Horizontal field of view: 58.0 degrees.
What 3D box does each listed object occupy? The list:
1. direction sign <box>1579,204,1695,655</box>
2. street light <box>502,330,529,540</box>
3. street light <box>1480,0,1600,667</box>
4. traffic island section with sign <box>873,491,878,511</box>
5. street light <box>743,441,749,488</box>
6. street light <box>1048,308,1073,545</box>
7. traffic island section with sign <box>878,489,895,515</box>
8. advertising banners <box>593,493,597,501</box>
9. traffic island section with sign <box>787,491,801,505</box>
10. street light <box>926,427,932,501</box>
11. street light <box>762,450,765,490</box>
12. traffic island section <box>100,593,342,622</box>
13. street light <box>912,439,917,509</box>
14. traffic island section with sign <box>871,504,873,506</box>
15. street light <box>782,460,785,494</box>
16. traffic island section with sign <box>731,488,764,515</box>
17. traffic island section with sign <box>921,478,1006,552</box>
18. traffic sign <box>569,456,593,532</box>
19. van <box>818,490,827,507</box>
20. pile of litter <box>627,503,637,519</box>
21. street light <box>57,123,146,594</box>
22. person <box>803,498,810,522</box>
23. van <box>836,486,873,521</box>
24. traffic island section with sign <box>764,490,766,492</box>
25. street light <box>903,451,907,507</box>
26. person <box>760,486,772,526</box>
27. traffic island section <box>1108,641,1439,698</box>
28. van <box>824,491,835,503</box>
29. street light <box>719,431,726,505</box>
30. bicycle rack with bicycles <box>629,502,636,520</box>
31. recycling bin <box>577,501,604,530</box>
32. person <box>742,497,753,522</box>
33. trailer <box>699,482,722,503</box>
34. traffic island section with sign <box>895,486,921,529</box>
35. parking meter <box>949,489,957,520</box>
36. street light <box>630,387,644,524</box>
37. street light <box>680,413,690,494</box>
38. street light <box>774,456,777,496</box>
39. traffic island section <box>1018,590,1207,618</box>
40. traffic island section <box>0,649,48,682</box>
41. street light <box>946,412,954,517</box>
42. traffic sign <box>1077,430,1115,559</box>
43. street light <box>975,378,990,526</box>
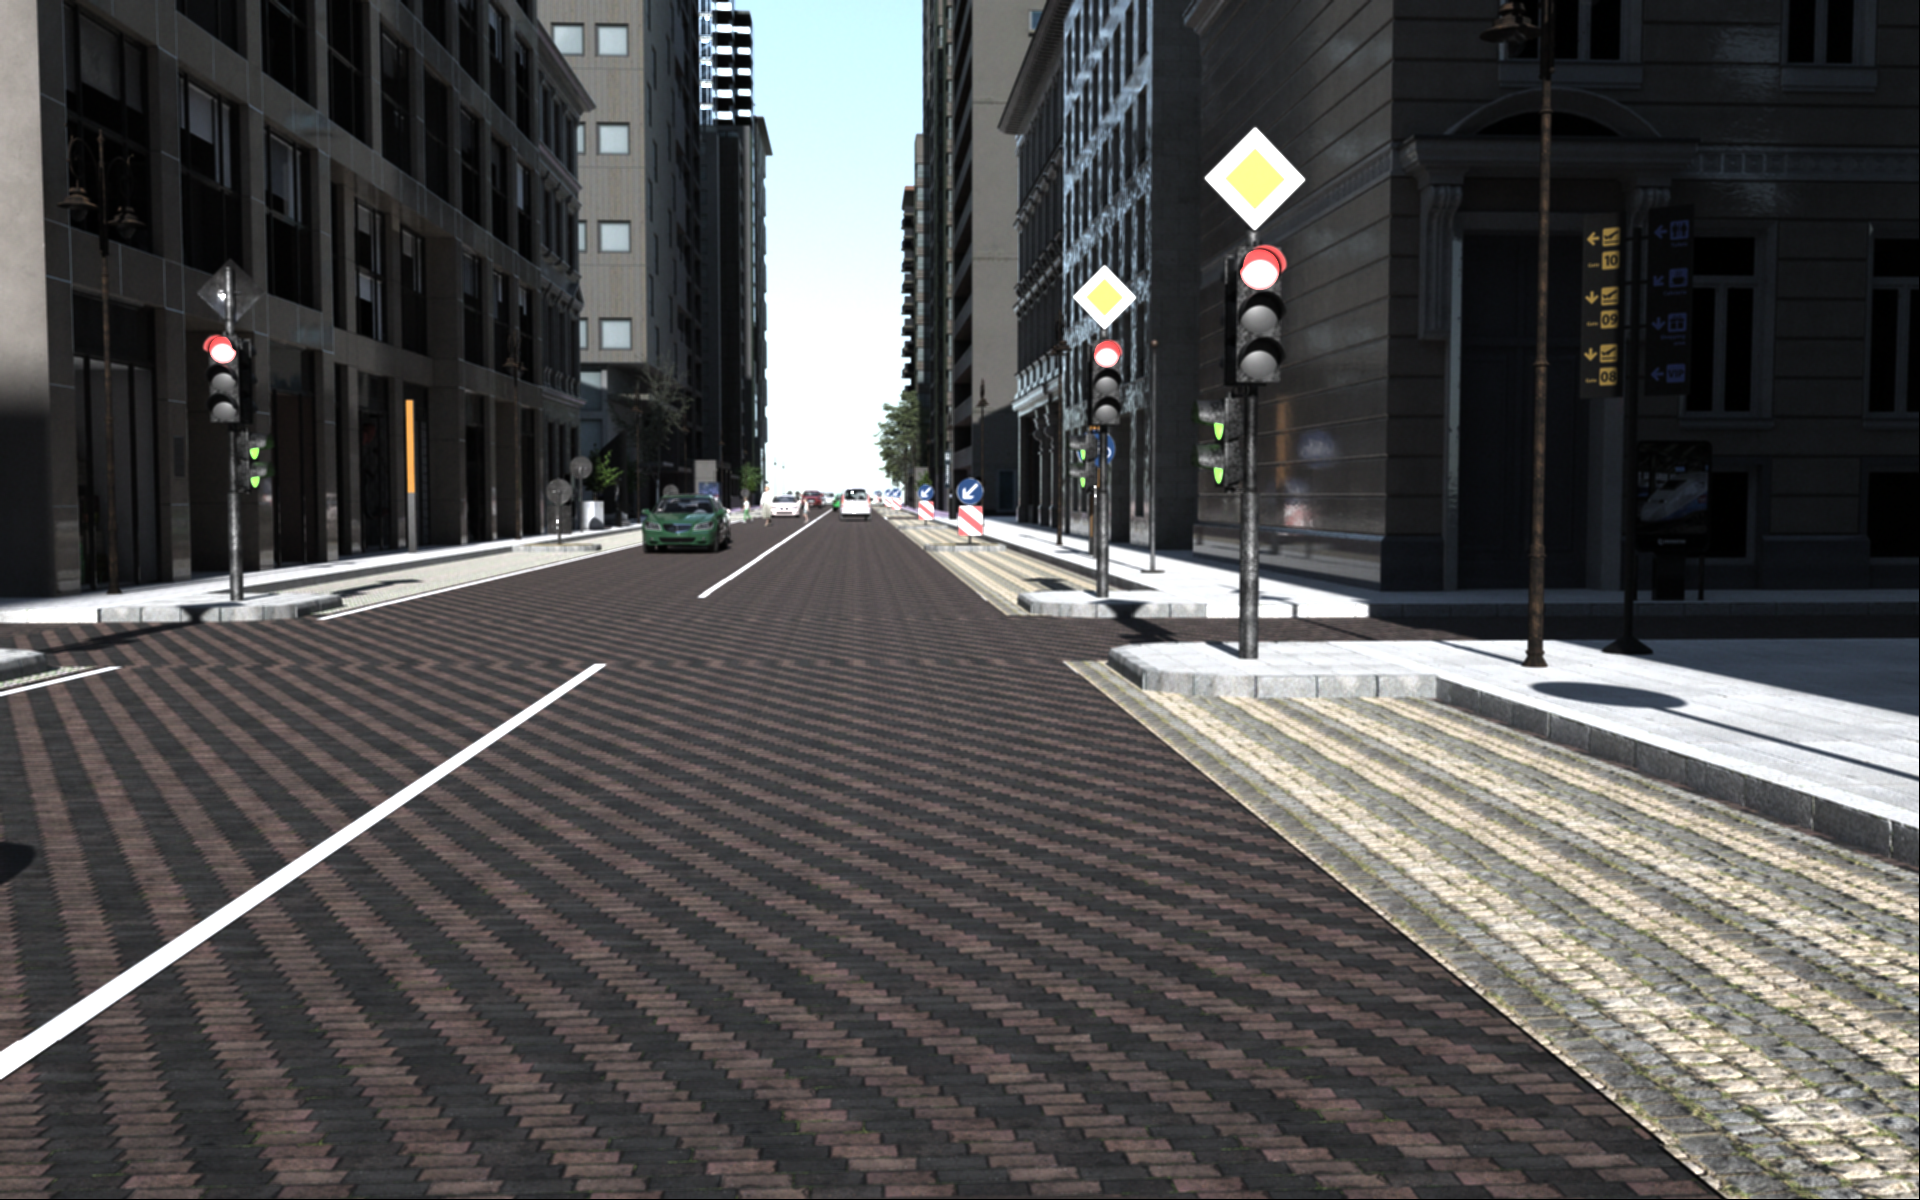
[{"bbox_3d":[5.399,-1.340,13.901,0.876,3.537,0.379,3,5,43],"label":"direction sign"},{"bbox_3d":[-12.494,-4.648,48.790,0.468,5.910,1.993,0,4,-3],"label":"street light"},{"bbox_3d":[4.281,-2.442,12.718,0.468,5.910,1.993,0,4,-3],"label":"street light"},{"bbox_3d":[-6.215,-8.510,147.767,1.989,1.847,2.006,0,4,-3],"label":"traffic island section with sign"},{"bbox_3d":[-18.558,-10.844,150.085,0.468,5.910,1.993,0,4,-3],"label":"street light"},{"bbox_3d":[2.495,-4.312,43.285,0.468,5.910,1.993,0,4,-3],"label":"street light"},{"bbox_3d":[-4.526,-6.815,120.058,1.989,1.847,2.006,0,4,-3],"label":"traffic island section with sign"},{"bbox_3d":[-19.442,-5.858,91.968,0.090,3.025,2.074,0,4,-4],"label":"advertising banners"},{"bbox_3d":[-19.697,-11.775,201.149,1.989,1.847,2.006,0,4,-3],"label":"traffic island section with sign"},{"bbox_3d":[-2.179,-8.996,119.865,0.468,5.910,1.993,0,4,-3],"label":"street light"},{"bbox_3d":[-20.486,-12.723,180.804,0.468,5.910,1.993,0,4,-3],"label":"street light"},{"bbox_3d":[-8.731,0.086,20.871,2.009,0.180,2.903,0,4,-3],"label":"traffic island section"},{"bbox_3d":[-3.839,-10.597,146.052,0.468,5.910,1.993,0,4,-3],"label":"street light"},{"bbox_3d":[-9.587,-11.910,203.349,1.989,1.847,2.006,0,4,-3],"label":"traffic island section with sign"},{"bbox_3d":[-23.735,-15.909,232.907,0.468,5.910,1.993,0,4,-3],"label":"street light"},{"bbox_3d":[-14.704,-6.752,119.029,1.989,1.847,2.006,0,4,-3],"label":"traffic island section with sign"},{"bbox_3d":[0.101,-2.153,43.830,1.989,1.847,2.006,0,4,-3],"label":"traffic island section with sign"},{"bbox_3d":[-12.663,-3.534,57.890,0.768,2.556,0.104,0,4,-3],"label":"traffic sign"},{"bbox_3d":[-15.792,-11.339,192.407,2.013,2.044,4.112,0,4,-4],"label":"van"},{"bbox_3d":[-17.453,-4.637,89.774,1.719,0.858,1.176,-2,4,-25],"label":"pile of litter"},{"bbox_3d":[-10.883,-3.017,22.111,0.468,5.910,1.993,0,4,-3],"label":"street light"},{"bbox_3d":[-7.710,-4.522,87.442,0.382,1.210,0.505,-1,4,-22],"label":"person"},{"bbox_3d":[-5.615,-5.237,92.641,2.013,2.044,4.112,0,4,-5],"label":"van"},{"bbox_3d":[-16.361,-8.425,146.371,1.989,1.847,2.006,0,4,-3],"label":"traffic island section with sign"},{"bbox_3d":[-5.465,-12.218,172.546,0.468,5.910,1.993,0,4,-3],"label":"street light"},{"bbox_3d":[-8.651,-4.224,77.794,0.478,1.798,0.641,2,4,32],"label":"person"},{"bbox_3d":[2.275,0.535,13.533,2.009,0.180,2.903,0,4,-3],"label":"traffic island section"},{"bbox_3d":[-17.472,-13.678,230.651,2.013,2.044,4.112,0,4,-4],"label":"van"},{"bbox_3d":[-16.963,-9.222,123.561,0.468,5.910,1.993,0,4,-3],"label":"street light"},{"bbox_3d":[-16.862,-4.310,83.850,2.852,0.926,2.925,-1,4,-18],"label":"bicycle rack with bicycles"},{"bbox_3d":[-13.280,-3.039,62.237,0.722,1.027,0.722,1,4,21],"label":"recycling bin"},{"bbox_3d":[-10.744,-4.575,87.548,0.590,1.304,0.306,1,4,14],"label":"person"},{"bbox_3d":[-12.025,-4.664,83.304,1.471,1.999,3.904,0,4,-4],"label":"trailer"},{"bbox_3d":[-1.529,-3.799,70.736,1.989,1.847,2.006,0,4,-3],"label":"traffic island section with sign"},{"bbox_3d":[-0.339,-4.828,87.352,0.372,1.533,0.369,0,3,0],"label":"parking meter"},{"bbox_3d":[-13.940,-6.250,74.976,0.468,5.910,1.993,0,4,-3],"label":"street light"},{"bbox_3d":[-15.473,-7.638,97.667,0.468,5.910,1.993,0,4,-3],"label":"street light"},{"bbox_3d":[-22.074,-14.326,207.024,0.468,5.910,1.993,0,4,-3],"label":"street light"},{"bbox_3d":[1.791,0.048,21.503,2.009,0.180,2.903,0,4,-3],"label":"traffic island section"},{"bbox_3d":[-8.247,0.574,12.900,2.009,0.180,2.903,0,4,-3],"label":"traffic island section"},{"bbox_3d":[-0.546,-7.483,95.132,0.468,5.910,1.993,0,4,-3],"label":"street light"},{"bbox_3d":[2.680,-2.090,34.274,0.768,2.556,0.104,0,4,-2],"label":"traffic sign"},{"bbox_3d":[0.893,-5.895,69.171,0.468,5.910,1.993,0,4,-3],"label":"street light"}]
